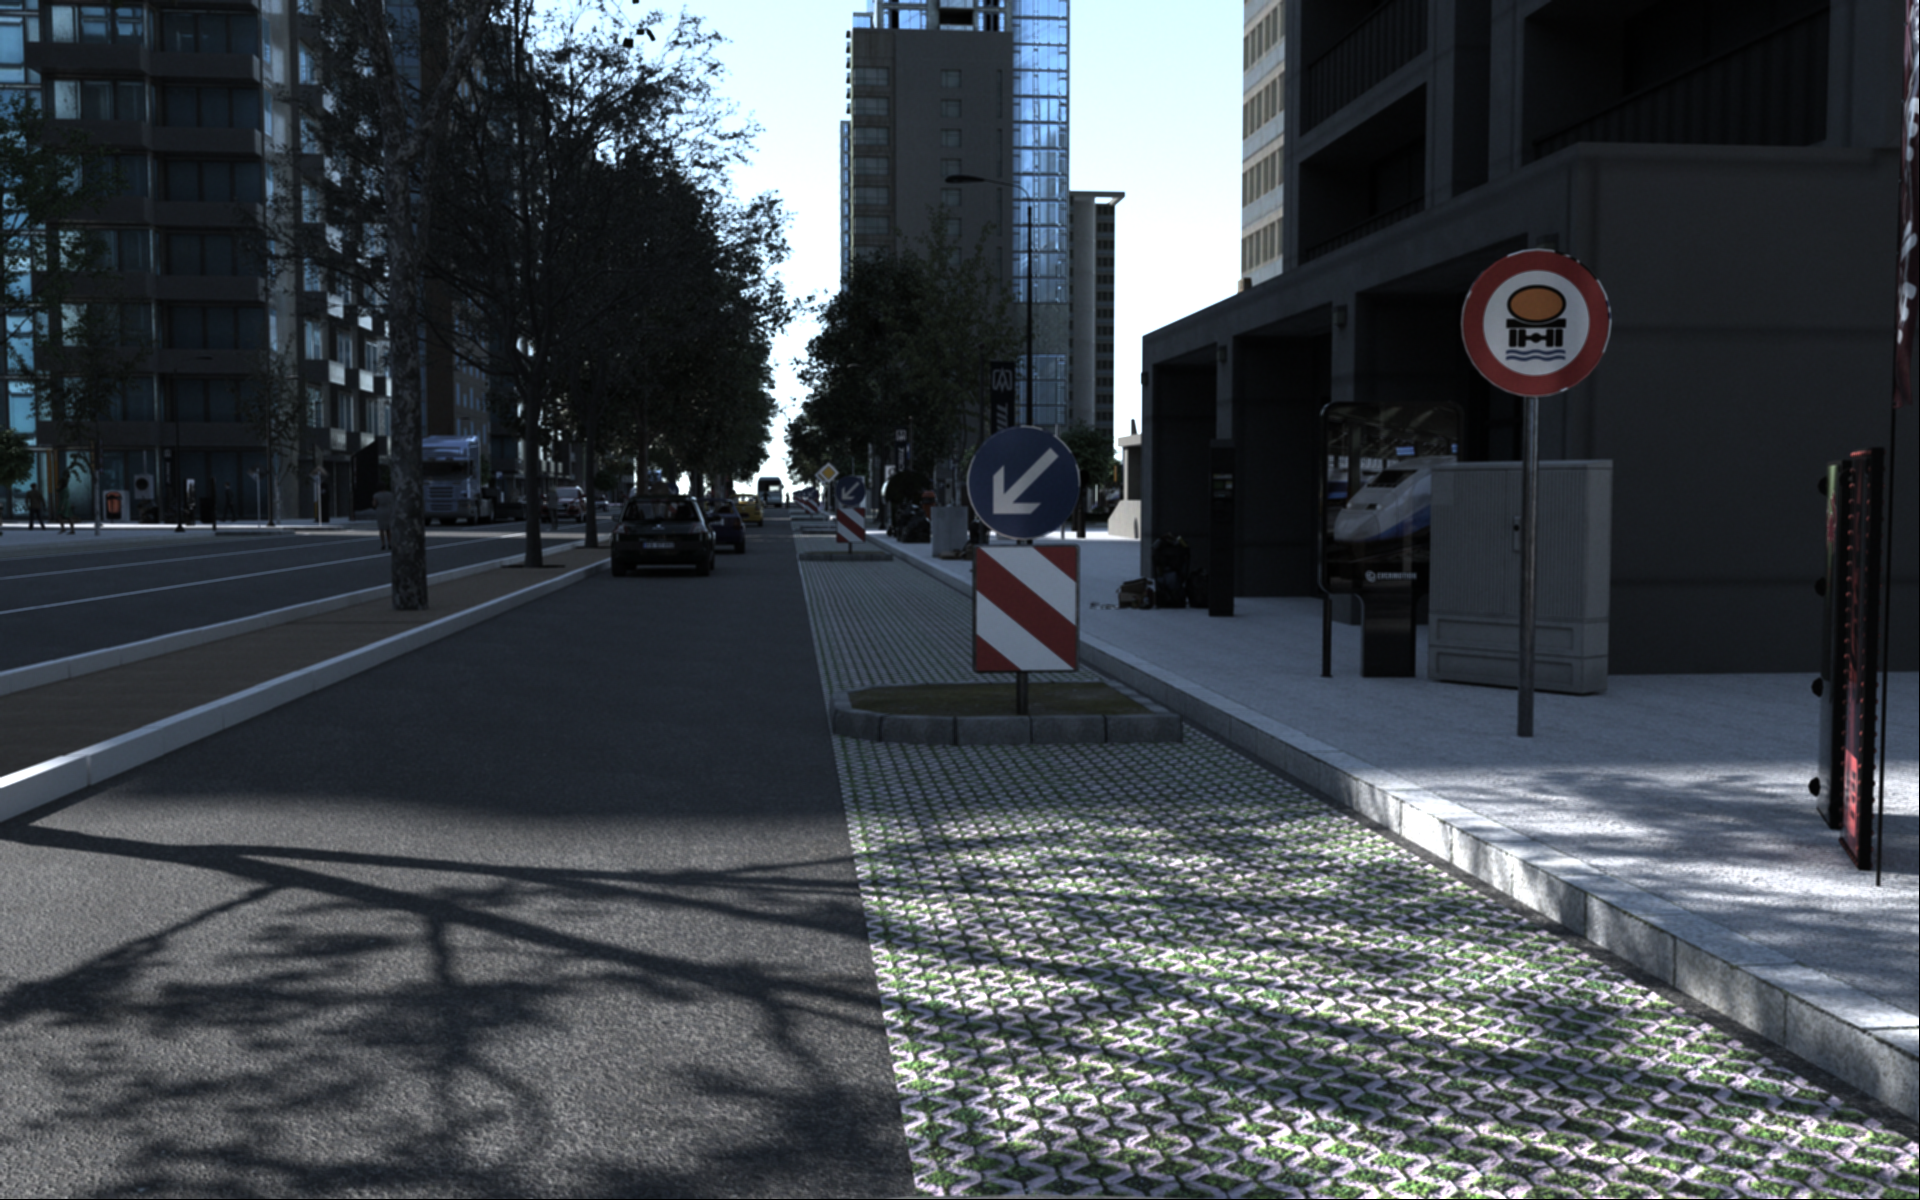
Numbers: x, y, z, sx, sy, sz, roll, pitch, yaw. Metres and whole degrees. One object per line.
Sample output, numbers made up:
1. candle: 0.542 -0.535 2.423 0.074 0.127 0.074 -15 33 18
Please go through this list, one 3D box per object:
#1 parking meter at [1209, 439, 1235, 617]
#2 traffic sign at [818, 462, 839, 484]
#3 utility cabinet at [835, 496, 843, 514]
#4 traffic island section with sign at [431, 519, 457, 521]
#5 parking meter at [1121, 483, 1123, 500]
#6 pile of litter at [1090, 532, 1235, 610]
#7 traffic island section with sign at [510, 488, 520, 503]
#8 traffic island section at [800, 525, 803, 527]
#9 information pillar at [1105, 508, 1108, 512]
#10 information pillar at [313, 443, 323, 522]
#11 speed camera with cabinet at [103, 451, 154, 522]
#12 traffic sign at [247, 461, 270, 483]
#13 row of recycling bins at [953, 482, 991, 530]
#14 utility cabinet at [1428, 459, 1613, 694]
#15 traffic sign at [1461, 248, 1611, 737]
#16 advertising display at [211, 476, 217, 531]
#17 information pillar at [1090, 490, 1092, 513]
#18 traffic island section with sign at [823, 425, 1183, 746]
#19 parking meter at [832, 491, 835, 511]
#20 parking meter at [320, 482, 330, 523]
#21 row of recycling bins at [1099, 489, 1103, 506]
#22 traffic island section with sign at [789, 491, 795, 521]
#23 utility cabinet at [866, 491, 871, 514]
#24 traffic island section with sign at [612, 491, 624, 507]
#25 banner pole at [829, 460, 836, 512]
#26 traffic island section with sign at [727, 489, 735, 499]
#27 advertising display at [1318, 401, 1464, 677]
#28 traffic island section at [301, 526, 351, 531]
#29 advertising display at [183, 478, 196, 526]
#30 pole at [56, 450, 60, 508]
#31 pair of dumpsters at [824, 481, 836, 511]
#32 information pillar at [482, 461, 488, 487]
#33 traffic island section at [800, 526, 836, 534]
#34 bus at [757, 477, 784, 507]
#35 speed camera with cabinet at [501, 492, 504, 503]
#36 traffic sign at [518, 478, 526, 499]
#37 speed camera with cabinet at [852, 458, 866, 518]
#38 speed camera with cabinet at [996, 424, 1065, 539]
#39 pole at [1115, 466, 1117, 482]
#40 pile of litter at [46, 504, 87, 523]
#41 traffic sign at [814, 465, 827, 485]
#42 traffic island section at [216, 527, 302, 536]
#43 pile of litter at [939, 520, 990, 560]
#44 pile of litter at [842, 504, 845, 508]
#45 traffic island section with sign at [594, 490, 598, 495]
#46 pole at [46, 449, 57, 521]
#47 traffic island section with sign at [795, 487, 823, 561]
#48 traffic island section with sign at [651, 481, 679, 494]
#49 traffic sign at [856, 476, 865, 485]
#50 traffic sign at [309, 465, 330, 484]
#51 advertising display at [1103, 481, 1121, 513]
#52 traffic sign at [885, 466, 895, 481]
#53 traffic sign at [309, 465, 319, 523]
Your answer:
1. parking meter: 2.752 -0.764 18.209 0.255 1.863 0.399 0 4 7
2. traffic sign: -4.714 -3.686 62.453 0.795 2.593 0.064 0 4 -6
3. utility cabinet: -7.707 -6.109 111.043 0.306 1.237 1.020 1 4 21
4. traffic island section with sign: -27.637 -5.056 91.289 1.989 1.847 2.006 0 4 -6
5. parking meter: 8.448 -5.189 90.559 0.255 1.863 0.399 0 4 5
6. pile of litter: 2.291 -0.354 19.749 1.719 0.858 1.176 0 4 3
7. traffic island section with sign: -30.338 -6.696 118.109 1.989 1.847 2.006 0 4 -6
8. traffic island section: -5.490 -2.948 70.483 2.009 0.180 2.903 0 4 -6
9. information pillar: 8.781 -6.044 103.314 0.304 2.012 0.304 2 4 35
10. information pillar: -29.239 -5.356 78.919 0.183 3.616 0.504 2 4 29
11. speed camera with cabinet: -37.745 -5.153 78.582 2.038 3.252 0.660 0 4 -7
12. traffic sign: -24.511 -3.566 60.490 0.795 2.593 0.064 0 4 -6
13. row of recycling bins: 1.463 -3.321 61.413 3.534 1.692 1.069 1 4 14
14. utility cabinet: 3.672 -0.169 11.443 0.318 1.500 1.173 -3 4 -39
15. traffic sign: 2.996 -0.550 9.102 0.768 2.556 0.104 0 4 3
16. advertising display: -26.092 -3.386 60.567 0.123 1.923 0.974 -1 4 -21
17. information pillar: 6.963 -5.491 94.274 0.304 2.012 0.304 3 4 36
18. traffic island section with sign: 0.190 -0.131 10.764 1.989 1.847 2.006 0 4 -6
19. parking meter: -9.350 -7.388 129.202 0.372 1.533 0.369 0 3 0
20. parking meter: -28.422 -4.391 77.499 0.399 1.863 0.255 0 4 -5
21. row of recycling bins: 11.622 -7.747 133.780 1.069 1.692 3.534 2 4 29
22. traffic island section with sign: -8.058 -5.140 92.672 1.989 1.847 2.006 0 4 -6
23. utility cabinet: -6.277 -6.234 110.607 1.173 1.500 0.318 -2 4 -26
24. traffic island section with sign: -38.063 -11.392 194.879 1.989 1.847 2.006 0 4 -6
25. banner pole: -9.249 -8.298 125.689 0.401 3.779 0.863 -3 4 -37
26. traffic island section with sign: -19.077 -8.328 144.297 2.006 1.907 1.989 0 4 -6
27. advertising display: 3.003 -0.421 12.104 0.974 1.923 0.123 0 4 1
28. traffic island section: -25.333 -2.827 68.500 2.009 0.180 2.903 0 4 -6
29. advertising display: -31.194 -3.972 70.153 0.123 1.923 0.974 0 4 -5
30. pole: -41.329 -5.224 79.249 0.158 3.312 0.155 0 3 0
31. pair of dumpsters: -9.727 -7.999 133.281 1.574 2.255 4.437 0 4 -6
32. information pillar: -32.981 -7.886 120.291 0.504 3.616 0.183 1 4 12
33. traffic island section: -4.691 -2.462 62.538 2.009 0.180 2.903 0 4 -6
34. bus: -20.645 -11.847 188.554 2.948 3.499 13.247 0 4 -5
35. speed camera with cabinet: -38.250 -8.982 141.196 2.038 3.252 0.660 1 4 15
36. traffic sign: -34.543 -8.354 136.688 0.768 2.556 0.104 0 4 3
37. speed camera with cabinet: -5.583 -5.933 91.344 0.660 3.252 2.038 1 4 17
38. speed camera with cabinet: 2.064 -3.350 49.102 2.038 3.252 0.660 1 4 11
39. pole: 11.145 -7.954 123.885 0.158 3.312 0.155 0 3 0
40. pile of litter: -39.355 -3.822 76.458 1.719 0.858 1.176 0 4 -3
41. traffic sign: -5.513 -4.172 70.398 0.795 2.593 0.064 0 4 -6
42. traffic island section: -24.533 -2.341 60.555 2.009 0.180 2.903 0 4 -6
43. pile of litter: 0.182 -1.219 33.888 1.176 0.858 1.719 -1 4 -11
44. pile of litter: -6.365 -5.256 99.897 1.176 0.858 1.719 -1 4 -17
45. traffic island section with sign: -35.324 -9.730 167.712 1.989 1.847 2.006 0 4 -6
46. pole: -41.562 -5.216 79.118 0.158 3.312 0.155 0 3 0
47. traffic island section with sign: -2.512 -1.771 37.584 1.989 1.847 2.006 0 4 -6
48. traffic island section with sign: -11.547 -3.755 69.536 2.006 1.907 1.989 0 4 -6
49. traffic sign: -5.629 -5.811 97.140 0.606 2.300 0.079 0 4 3
50. traffic sign: -25.310 -4.052 68.435 0.795 2.593 0.064 0 4 -6
51. advertising display: 7.793 -5.113 88.818 0.974 1.923 0.123 -2 4 -27
52. traffic sign: -2.370 -3.640 61.636 0.606 2.300 0.079 0 4 -4
53. traffic sign: -28.385 -4.676 76.557 0.768 2.556 0.104 0 4 0
